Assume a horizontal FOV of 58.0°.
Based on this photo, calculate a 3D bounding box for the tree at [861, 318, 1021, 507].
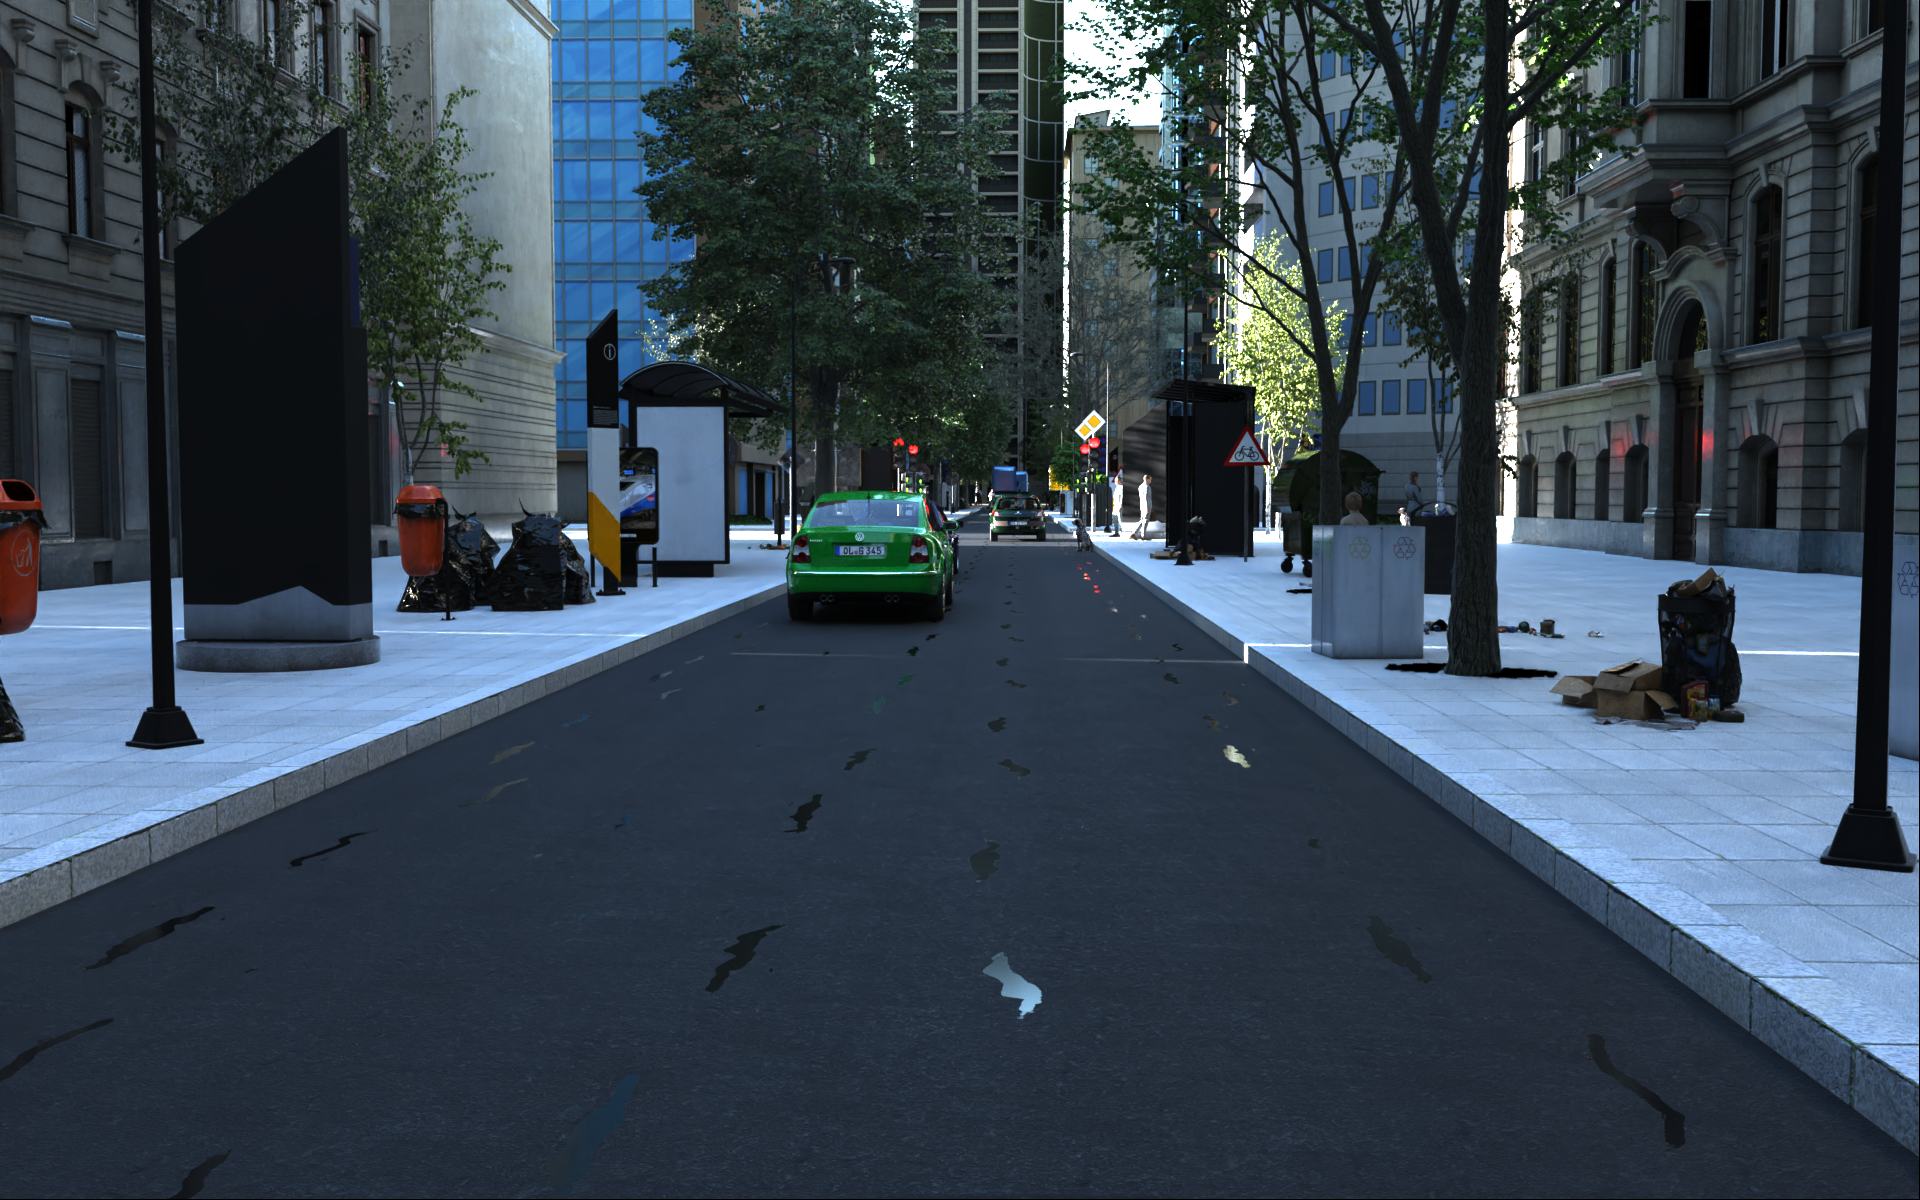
[{"bbox_3d":[-1.345,-11.172,99.675,9.611,12.733,9.660,0,3,0],"label":"tree"}]

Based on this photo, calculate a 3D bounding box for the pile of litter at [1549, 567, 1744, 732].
[{"bbox_3d":[4.075,0.229,10.221,1.176,0.858,1.719,3,4,39],"label":"pile of litter"}]

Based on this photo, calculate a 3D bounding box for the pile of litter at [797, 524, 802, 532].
[{"bbox_3d":[-5.064,-2.667,57.569,1.176,0.858,1.719,1,4,22],"label":"pile of litter"}]

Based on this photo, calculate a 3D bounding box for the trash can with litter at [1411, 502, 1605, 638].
[{"bbox_3d":[4.748,-0.301,15.975,2.233,1.210,1.678,3,4,36],"label":"trash can with litter"}]

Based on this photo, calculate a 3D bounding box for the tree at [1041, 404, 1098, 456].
[{"bbox_3d":[8.371,-11.360,136.105,4.737,8.622,4.395,0,3,0],"label":"tree"}]

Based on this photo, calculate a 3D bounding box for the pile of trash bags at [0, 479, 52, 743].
[{"bbox_3d":[-5.758,0.053,8.879,1.912,1.369,3.447,0,4,0],"label":"pile of trash bags"}]

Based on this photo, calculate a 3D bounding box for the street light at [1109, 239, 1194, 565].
[{"bbox_3d":[3.508,-3.583,31.126,1.470,5.913,1.316,0,4,2],"label":"street light"}]

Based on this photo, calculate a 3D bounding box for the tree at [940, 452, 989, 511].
[{"bbox_3d":[-0.669,-11.050,131.023,4.360,8.622,3.978,0,3,0],"label":"tree"}]

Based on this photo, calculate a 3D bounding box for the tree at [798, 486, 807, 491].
[{"bbox_3d":[-7.159,-5.609,86.306,1.663,3.219,1.824,0,3,0],"label":"tree"}]

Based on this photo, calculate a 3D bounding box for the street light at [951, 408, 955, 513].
[{"bbox_3d":[-0.818,-7.299,91.887,1.470,5.913,1.316,0,4,2],"label":"street light"}]

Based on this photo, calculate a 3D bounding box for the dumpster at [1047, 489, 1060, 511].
[{"bbox_3d":[7.443,-7.934,132.216,1.502,2.255,1.985,0,4,2],"label":"dumpster"}]

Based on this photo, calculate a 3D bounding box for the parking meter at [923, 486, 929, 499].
[{"bbox_3d":[-2.361,-7.034,120.719,0.255,1.863,0.399,3,4,38],"label":"parking meter"}]

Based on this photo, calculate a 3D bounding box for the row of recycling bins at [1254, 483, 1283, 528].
[{"bbox_3d":[11.559,-3.623,66.345,3.534,1.692,1.069,1,4,9],"label":"row of recycling bins"}]

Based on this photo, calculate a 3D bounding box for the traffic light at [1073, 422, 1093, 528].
[{"bbox_3d":[4.716,-4.703,65.820,0.839,4.253,0.868,0,4,2],"label":"traffic light"}]

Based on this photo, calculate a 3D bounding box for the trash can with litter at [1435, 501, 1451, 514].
[{"bbox_3d":[16.490,-2.862,58.186,1.055,1.170,0.624,1,4,19],"label":"trash can with litter"}]

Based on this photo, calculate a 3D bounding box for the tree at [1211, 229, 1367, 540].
[{"bbox_3d":[8.916,-5.965,47.894,4.737,8.622,4.395,0,3,0],"label":"tree"}]

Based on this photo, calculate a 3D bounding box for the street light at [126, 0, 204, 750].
[{"bbox_3d":[-3.531,-2.209,8.665,1.470,5.913,1.316,0,4,2],"label":"street light"}]

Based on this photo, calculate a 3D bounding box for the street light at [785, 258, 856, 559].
[{"bbox_3d":[-2.746,-3.771,34.193,1.470,5.913,1.316,0,4,2],"label":"street light"}]

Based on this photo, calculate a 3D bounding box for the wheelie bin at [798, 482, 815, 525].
[{"bbox_3d":[-3.744,-2.255,44.770,0.693,1.594,0.980,-2,4,-35],"label":"wheelie bin"}]

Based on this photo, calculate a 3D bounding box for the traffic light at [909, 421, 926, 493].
[{"bbox_3d":[-1.742,-4.715,66.017,0.839,4.253,0.868,0,4,2],"label":"traffic light"}]

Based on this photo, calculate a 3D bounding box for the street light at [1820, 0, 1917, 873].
[{"bbox_3d":[2.631,-2.040,5.890,1.470,5.913,1.316,0,4,2],"label":"street light"}]

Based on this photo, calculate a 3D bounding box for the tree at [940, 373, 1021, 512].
[{"bbox_3d":[-0.302,-11.618,124.360,8.767,10.594,7.601,0,4,3],"label":"tree"}]

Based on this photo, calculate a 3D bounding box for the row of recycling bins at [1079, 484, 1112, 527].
[{"bbox_3d":[5.532,-3.845,69.973,1.069,1.692,3.534,1,4,15],"label":"row of recycling bins"}]

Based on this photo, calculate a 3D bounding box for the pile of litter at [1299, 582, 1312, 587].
[{"bbox_3d":[5.536,-0.641,24.442,1.719,0.858,1.176,-1,4,-14],"label":"pile of litter"}]

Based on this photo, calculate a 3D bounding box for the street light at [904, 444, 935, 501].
[{"bbox_3d":[-1.581,-5.710,65.902,1.470,5.913,1.316,0,4,2],"label":"street light"}]

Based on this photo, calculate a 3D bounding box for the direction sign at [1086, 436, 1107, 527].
[{"bbox_3d":[5.271,-4.608,67.334,0.876,3.537,0.379,2,4,25],"label":"direction sign"}]

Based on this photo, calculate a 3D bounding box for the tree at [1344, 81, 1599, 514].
[{"bbox_3d":[8.938,-4.951,31.318,4.360,8.622,3.978,0,3,0],"label":"tree"}]

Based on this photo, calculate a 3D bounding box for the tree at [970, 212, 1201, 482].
[{"bbox_3d":[5.459,-10.008,73.994,12.009,13.543,11.850,0,3,0],"label":"tree"}]

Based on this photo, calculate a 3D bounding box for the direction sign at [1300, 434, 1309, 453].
[{"bbox_3d":[13.220,-4.477,65.199,0.876,3.537,0.379,2,4,24],"label":"direction sign"}]

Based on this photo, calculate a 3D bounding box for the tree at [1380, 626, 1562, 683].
[{"bbox_3d":[3.490,-5.274,11.986,9.928,11.665,9.643,0,3,0],"label":"tree"}]

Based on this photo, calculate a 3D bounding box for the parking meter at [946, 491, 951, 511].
[{"bbox_3d":[-0.857,-7.640,133.318,0.372,1.533,0.369,0,3,0],"label":"parking meter"}]

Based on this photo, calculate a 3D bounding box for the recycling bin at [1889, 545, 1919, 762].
[{"bbox_3d":[4.963,0.264,8.242,0.722,1.027,0.722,0,4,-8],"label":"recycling bin"}]

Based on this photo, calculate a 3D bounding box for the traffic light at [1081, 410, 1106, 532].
[{"bbox_3d":[4.452,-4.215,57.839,0.839,4.253,0.868,0,4,2],"label":"traffic light"}]

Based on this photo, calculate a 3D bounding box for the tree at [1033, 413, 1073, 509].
[{"bbox_3d":[8.033,-11.928,145.379,4.360,8.622,3.978,0,3,0],"label":"tree"}]

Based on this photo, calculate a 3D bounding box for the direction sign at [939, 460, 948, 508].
[{"bbox_3d":[-1.251,-7.489,114.441,0.876,3.537,0.379,1,4,12],"label":"direction sign"}]

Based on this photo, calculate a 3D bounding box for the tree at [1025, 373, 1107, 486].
[{"bbox_3d":[9.929,-14.856,161.018,7.486,12.596,7.792,0,3,0],"label":"tree"}]

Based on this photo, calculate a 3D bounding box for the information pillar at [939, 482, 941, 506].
[{"bbox_3d":[-1.379,-6.242,106.547,0.304,2.012,0.304,2,4,30],"label":"information pillar"}]

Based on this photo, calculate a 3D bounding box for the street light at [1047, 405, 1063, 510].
[{"bbox_3d":[5.422,-7.212,90.454,1.470,5.913,1.316,0,4,2],"label":"street light"}]

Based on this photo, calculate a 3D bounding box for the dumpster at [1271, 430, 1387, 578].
[{"bbox_3d":[5.788,-1.515,27.268,1.502,2.255,1.985,0,4,2],"label":"dumpster"}]

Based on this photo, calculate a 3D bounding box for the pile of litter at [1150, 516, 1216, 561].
[{"bbox_3d":[4.373,-1.225,33.988,1.176,0.858,1.719,-1,4,-9],"label":"pile of litter"}]

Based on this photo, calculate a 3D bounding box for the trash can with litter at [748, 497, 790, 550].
[{"bbox_3d":[-4.147,-1.808,40.618,1.678,1.210,2.233,-1,4,-9],"label":"trash can with litter"}]

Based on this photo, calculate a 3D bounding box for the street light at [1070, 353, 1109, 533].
[{"bbox_3d":[4.325,-5.164,56.970,1.470,5.913,1.316,0,4,2],"label":"street light"}]

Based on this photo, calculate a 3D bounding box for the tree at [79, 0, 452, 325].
[{"bbox_3d":[-8.882,-4.405,22.385,4.360,8.622,3.978,0,3,0],"label":"tree"}]

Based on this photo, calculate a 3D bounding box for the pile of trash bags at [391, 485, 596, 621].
[{"bbox_3d":[-5.315,-0.568,19.042,1.912,1.369,3.447,0,4,6],"label":"pile of trash bags"}]

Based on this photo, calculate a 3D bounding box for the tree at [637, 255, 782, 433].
[{"bbox_3d":[-7.277,-6.205,51.812,4.360,8.622,3.978,0,3,0],"label":"tree"}]

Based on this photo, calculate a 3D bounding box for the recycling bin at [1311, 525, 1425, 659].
[{"bbox_3d":[3.238,-0.075,13.784,0.722,1.027,0.722,0,4,-4],"label":"recycling bin"}]

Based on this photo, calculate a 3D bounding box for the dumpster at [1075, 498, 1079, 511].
[{"bbox_3d":[7.713,-6.452,111.250,1.264,1.857,1.865,0,4,2],"label":"dumpster"}]

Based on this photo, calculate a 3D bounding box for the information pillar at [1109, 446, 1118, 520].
[{"bbox_3d":[7.446,-5.668,84.029,0.504,3.616,0.183,0,4,7],"label":"information pillar"}]

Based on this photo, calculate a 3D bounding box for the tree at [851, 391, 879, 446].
[{"bbox_3d":[-5.388,-9.815,110.830,4.737,8.622,4.395,0,3,0],"label":"tree"}]

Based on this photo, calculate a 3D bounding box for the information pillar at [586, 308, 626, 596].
[{"bbox_3d":[-4.473,-1.861,21.786,0.183,3.616,0.504,2,4,34],"label":"information pillar"}]

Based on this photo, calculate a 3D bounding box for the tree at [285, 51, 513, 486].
[{"bbox_3d":[-9.379,-4.815,29.086,4.737,8.622,4.395,0,3,0],"label":"tree"}]

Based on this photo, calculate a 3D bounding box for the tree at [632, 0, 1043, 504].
[{"bbox_3d":[-3.179,-8.282,42.061,9.857,13.997,8.962,0,3,0],"label":"tree"}]

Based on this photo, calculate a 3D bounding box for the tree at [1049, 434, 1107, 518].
[{"bbox_3d":[6.386,-6.752,94.108,4.285,4.588,4.351,0,3,0],"label":"tree"}]

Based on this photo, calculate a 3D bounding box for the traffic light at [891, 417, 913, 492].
[{"bbox_3d":[-2.007,-4.227,58.036,0.839,4.253,0.868,0,4,2],"label":"traffic light"}]

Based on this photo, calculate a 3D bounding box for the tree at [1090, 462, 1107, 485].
[{"bbox_3d":[6.989,-5.710,87.968,1.663,3.219,1.824,0,3,0],"label":"tree"}]

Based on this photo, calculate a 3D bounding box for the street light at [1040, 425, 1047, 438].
[{"bbox_3d":[6.265,-8.755,115.691,1.470,5.913,1.316,0,4,2],"label":"street light"}]

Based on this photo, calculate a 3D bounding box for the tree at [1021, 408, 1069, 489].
[{"bbox_3d":[9.725,-15.373,185.768,8.767,10.594,7.601,1,4,13],"label":"tree"}]
